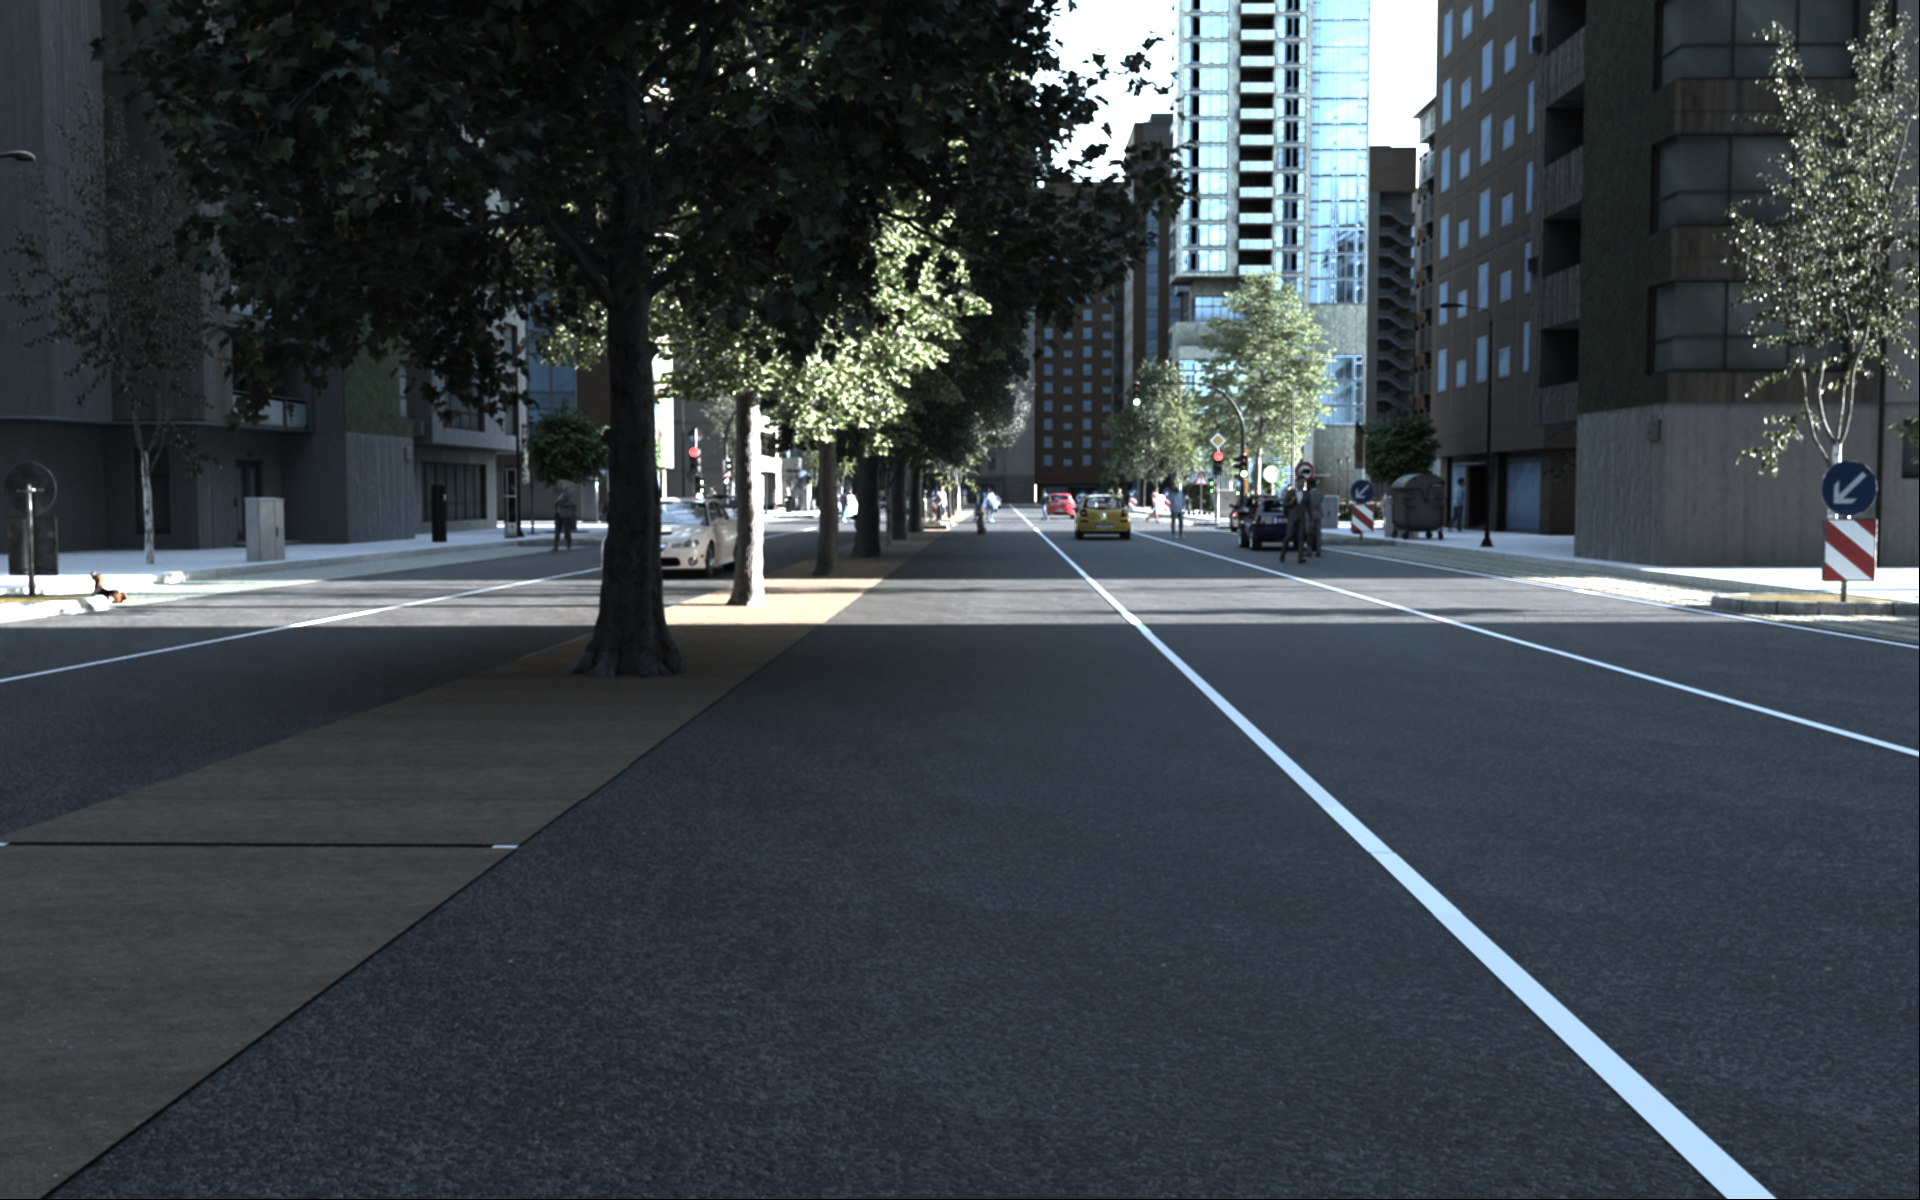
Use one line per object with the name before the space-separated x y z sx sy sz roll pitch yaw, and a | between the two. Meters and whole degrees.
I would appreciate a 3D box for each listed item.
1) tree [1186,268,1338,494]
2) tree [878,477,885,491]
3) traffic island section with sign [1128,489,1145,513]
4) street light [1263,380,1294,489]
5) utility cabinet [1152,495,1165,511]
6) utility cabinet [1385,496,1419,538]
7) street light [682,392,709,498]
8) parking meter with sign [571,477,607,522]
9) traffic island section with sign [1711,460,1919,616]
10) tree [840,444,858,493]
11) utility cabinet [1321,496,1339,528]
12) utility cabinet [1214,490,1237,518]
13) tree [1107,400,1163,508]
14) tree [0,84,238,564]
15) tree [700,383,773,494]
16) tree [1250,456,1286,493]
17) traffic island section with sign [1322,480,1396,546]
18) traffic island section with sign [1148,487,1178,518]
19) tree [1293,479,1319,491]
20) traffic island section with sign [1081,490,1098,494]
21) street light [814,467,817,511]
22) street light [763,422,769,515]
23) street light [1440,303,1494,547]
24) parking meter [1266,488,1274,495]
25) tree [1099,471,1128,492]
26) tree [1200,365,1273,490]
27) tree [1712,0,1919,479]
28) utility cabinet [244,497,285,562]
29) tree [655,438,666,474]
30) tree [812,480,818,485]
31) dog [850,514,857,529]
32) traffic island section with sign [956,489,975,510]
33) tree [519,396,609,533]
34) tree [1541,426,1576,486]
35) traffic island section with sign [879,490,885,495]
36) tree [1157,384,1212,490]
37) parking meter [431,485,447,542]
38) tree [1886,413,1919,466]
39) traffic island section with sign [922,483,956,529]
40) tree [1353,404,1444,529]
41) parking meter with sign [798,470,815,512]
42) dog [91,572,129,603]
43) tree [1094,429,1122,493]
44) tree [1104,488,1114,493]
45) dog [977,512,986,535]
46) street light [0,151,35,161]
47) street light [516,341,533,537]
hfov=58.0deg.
tree | 15.457 -10.346 87.288 7.486 12.596 7.792 0 3 0
tree | -10.152 -13.435 203.367 4.285 4.588 4.351 0 3 0
traffic island section with sign | 12.811 -7.427 130.051 1.989 1.847 2.006 0 4 1
street light | 12.970 -5.983 70.367 1.470 5.913 1.316 0 4 1
utility cabinet | 14.808 -7.215 129.128 1.020 1.237 0.306 -3 4 -36
utility cabinet | 13.056 -2.450 51.212 0.306 1.237 1.020 -3 5 -40
street light | -12.060 -6.499 78.793 1.470 5.913 1.316 0 4 1
parking meter with sign | -16.763 -5.027 78.453 1.738 3.016 0.543 0 4 2
traffic island section with sign | 10.412 -0.772 21.244 1.989 1.847 2.006 0 4 1
tree | -11.254 -13.749 175.159 4.360 8.622 3.978 0 3 0
utility cabinet | 13.629 -3.279 64.781 1.020 1.237 0.306 1 4 18
utility cabinet | 13.845 -4.998 90.401 1.173 1.500 0.318 1 4 8
tree | 16.823 -13.521 155.481 7.601 10.594 8.767 -1 4 -18
tree | -14.918 -4.955 31.379 4.360 8.622 3.978 0 3 0
tree | -12.869 -9.132 99.675 4.360 8.622 3.978 0 3 0
tree | 26.436 -10.069 148.338 4.285 4.588 4.351 0 3 0
traffic island section with sign | 11.015 -2.444 48.595 1.989 1.847 2.006 0 4 1
traffic island section with sign | 12.229 -5.778 103.102 1.989 1.847 2.006 0 4 1
tree | 23.191 -7.477 116.858 1.663 3.219 1.824 0 3 0
traffic island section with sign | 13.932 -10.496 180.239 1.989 1.847 2.006 0 4 1
street light | -10.812 -9.919 134.717 1.470 5.913 1.316 0 4 1
street light | -11.433 -8.212 106.804 1.470 5.913 1.316 0 4 1
street light | 12.335 -4.258 42.158 1.470 5.913 1.316 0 4 1
parking meter | 14.127 -4.310 78.886 0.372 1.533 0.369 0 3 0
tree | 17.058 -12.739 192.003 4.285 4.588 4.351 0 3 0
tree | 15.170 -8.883 95.593 4.360 8.622 3.978 0 3 0
tree | 13.198 -4.616 25.837 4.360 8.622 3.978 0 3 0
utility cabinet | -13.335 -1.352 33.265 0.306 1.237 1.020 0 4 5
tree | -13.886 -5.389 71.830 4.285 4.588 4.351 0 3 0
tree | -12.145 -9.537 150.529 1.663 3.219 1.824 0 3 0
dog | -2.967 -2.253 53.673 0.800 0.831 0.513 3 5 42
traffic island section with sign | 0.342 -8.895 153.577 2.006 1.907 1.989 0 4 1
tree | -13.242 -4.535 57.861 4.285 4.588 4.351 0 3 0
tree | 17.862 -5.975 48.046 4.360 8.622 3.978 0 3 0
traffic island section with sign | -8.087 -10.526 180.733 1.989 1.847 2.006 0 4 1
tree | 14.988 -10.159 116.457 4.737 8.622 4.395 0 3 0
parking meter | -14.010 -2.334 46.573 0.372 1.533 0.369 0 3 0
tree | 12.578 -1.627 21.207 1.663 3.219 1.824 0 3 0
traffic island section with sign | -1.308 -4.301 78.456 2.006 1.907 1.989 0 4 1
tree | 15.974 -4.855 63.086 4.285 4.588 4.351 0 3 0
parking meter with sign | -11.555 -8.243 131.032 0.543 3.016 1.738 2 4 26
dog | -11.202 -0.152 22.674 0.550 0.427 0.748 -3 4 -36
tree | 15.745 -13.748 175.149 4.360 8.622 3.978 0 3 0
tree | 17.135 -12.496 198.917 1.663 3.219 1.824 0 3 0
dog | 0.666 -2.697 60.931 0.513 0.831 0.800 2 4 28
street light | -13.241 -3.125 23.636 1.470 5.913 1.316 0 4 1
street light | -12.635 -4.832 51.550 1.470 5.913 1.316 0 4 1
